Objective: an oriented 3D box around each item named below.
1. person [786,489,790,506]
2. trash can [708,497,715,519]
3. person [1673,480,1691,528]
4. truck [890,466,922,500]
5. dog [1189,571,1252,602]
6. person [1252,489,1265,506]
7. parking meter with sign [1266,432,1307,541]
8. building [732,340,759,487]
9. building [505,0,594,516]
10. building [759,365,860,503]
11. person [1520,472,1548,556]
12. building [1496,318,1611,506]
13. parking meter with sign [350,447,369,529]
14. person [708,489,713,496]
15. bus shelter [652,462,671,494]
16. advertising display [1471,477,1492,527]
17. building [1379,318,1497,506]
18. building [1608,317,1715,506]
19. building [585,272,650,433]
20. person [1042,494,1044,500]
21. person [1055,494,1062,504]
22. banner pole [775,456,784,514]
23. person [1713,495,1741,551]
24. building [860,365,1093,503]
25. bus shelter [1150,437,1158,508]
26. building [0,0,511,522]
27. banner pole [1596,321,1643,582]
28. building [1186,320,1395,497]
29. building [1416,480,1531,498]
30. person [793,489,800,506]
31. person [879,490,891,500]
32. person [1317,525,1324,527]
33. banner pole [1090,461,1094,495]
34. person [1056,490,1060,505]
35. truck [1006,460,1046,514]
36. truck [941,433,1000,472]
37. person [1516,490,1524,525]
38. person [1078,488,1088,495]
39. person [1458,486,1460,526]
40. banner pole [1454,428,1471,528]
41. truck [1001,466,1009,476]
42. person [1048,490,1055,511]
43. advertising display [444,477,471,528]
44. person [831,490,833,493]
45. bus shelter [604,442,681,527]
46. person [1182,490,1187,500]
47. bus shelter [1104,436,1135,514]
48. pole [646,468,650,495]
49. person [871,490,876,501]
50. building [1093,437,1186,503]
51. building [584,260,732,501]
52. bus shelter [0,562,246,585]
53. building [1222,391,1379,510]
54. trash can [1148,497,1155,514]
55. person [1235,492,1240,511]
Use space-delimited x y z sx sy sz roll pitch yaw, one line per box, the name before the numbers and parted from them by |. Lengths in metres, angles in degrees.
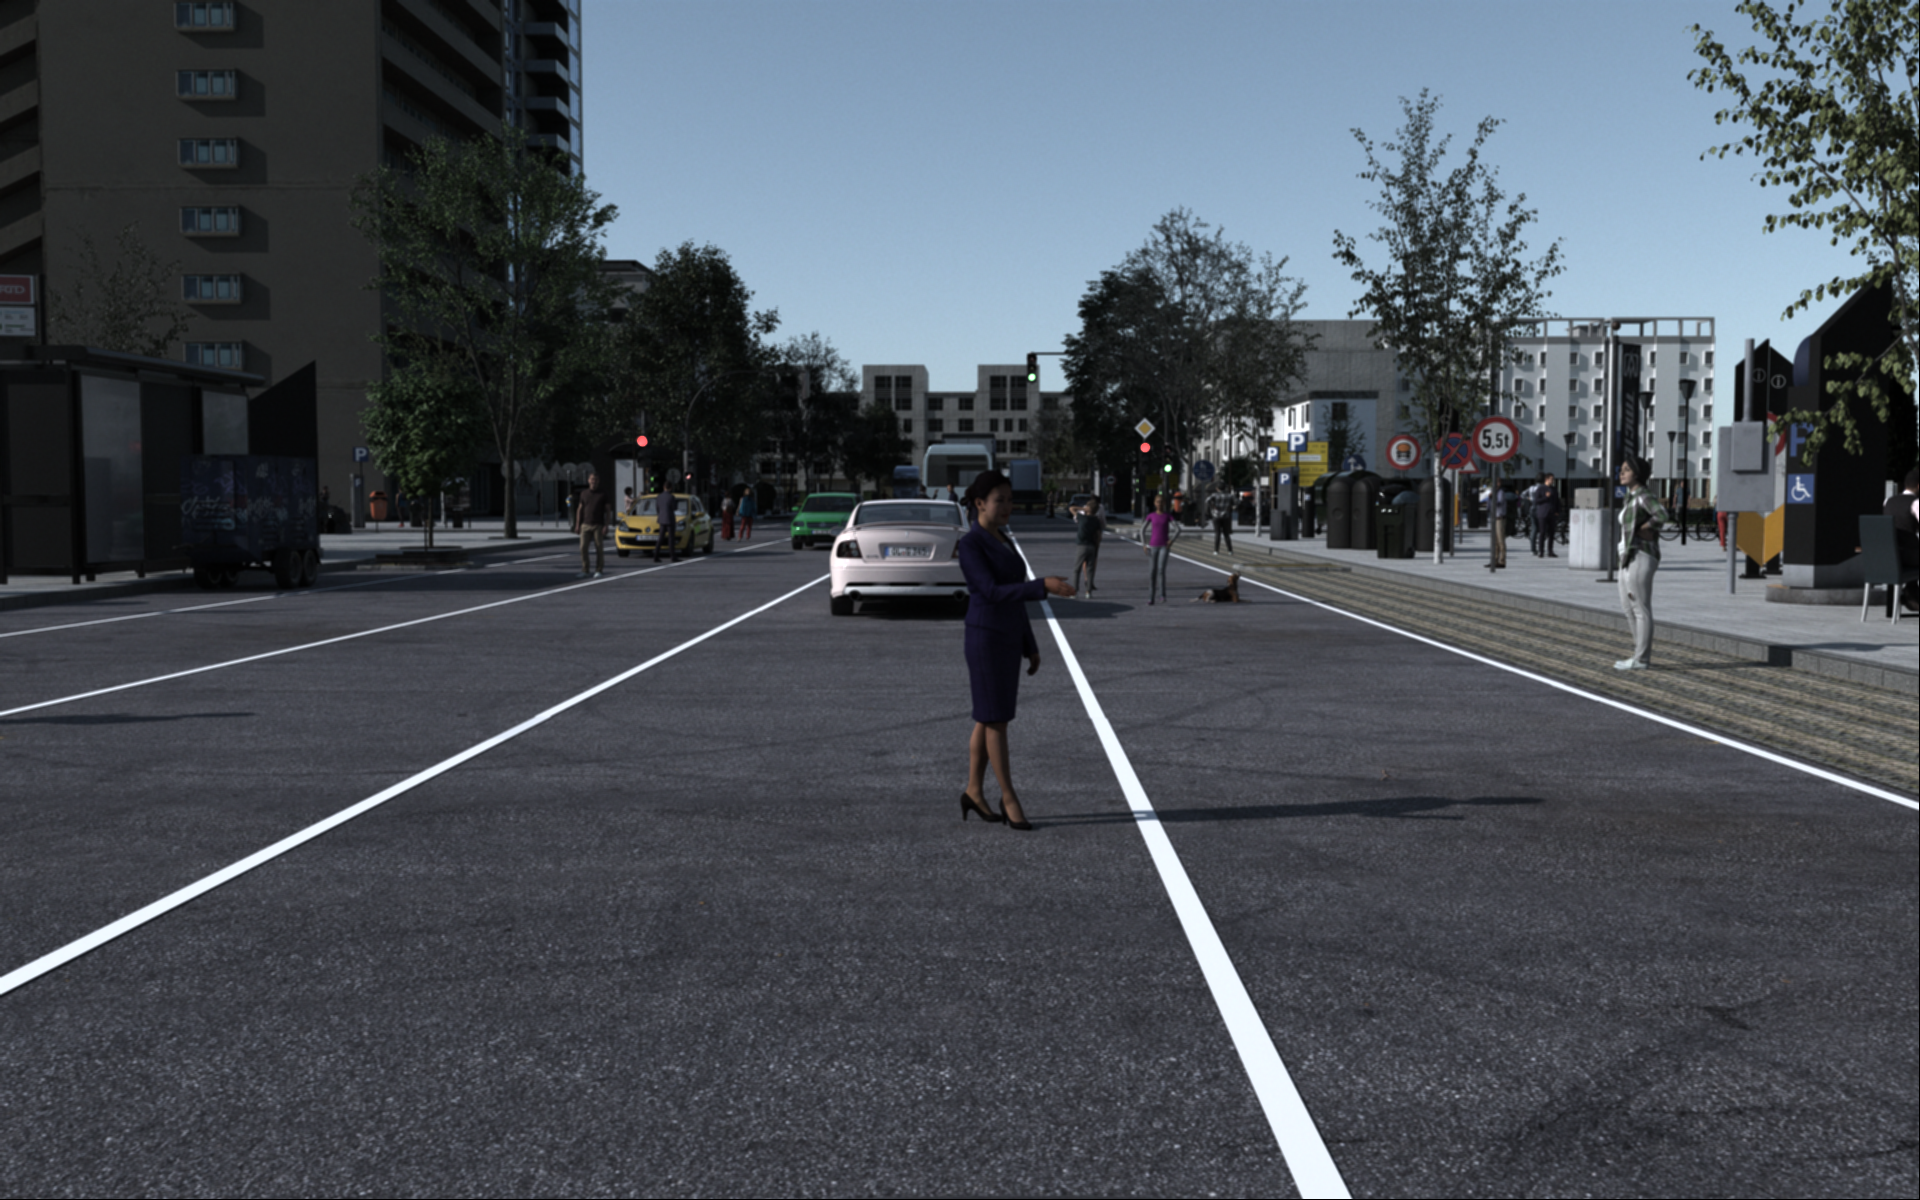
person | -18.574 -11.068 187.012 1.348 1.822 0.705 3 5 43
trash can | -12.899 -4.727 88.938 0.748 1.137 0.748 0 3 0
person | 27.357 -3.638 65.651 0.598 1.807 0.434 3 5 41
truck | -4.861 -11.043 170.311 2.967 4.110 18.799 0 4 1
dog | 3.464 -0.172 23.010 0.748 0.427 0.550 3 5 44
person | 13.470 -4.372 78.340 0.431 1.722 0.655 -3 5 -43
parking meter with sign | 9.148 -3.187 48.373 0.543 3.016 1.738 2 4 29
building | -39.557 -19.980 193.125 31.486 18.905 16.747 0 4 1
building | -36.812 -48.926 112.605 22.319 86.520 31.000 0 4 1
building | -28.900 -23.198 245.739 31.486 18.905 16.747 0 4 1
person | 12.091 -1.800 36.191 0.376 1.734 0.841 -1 4 -14
building | 63.172 -20.542 192.281 11.380 20.091 16.016 0 4 1
parking meter with sign | -22.570 -4.202 64.961 0.543 3.016 1.738 -2 4 -27
person | -23.188 -9.352 159.634 1.217 1.739 0.721 2 4 31
bus shelter | -15.895 -5.967 88.847 1.731 3.624 6.357 0 4 1
advertising display | 20.120 -3.757 66.648 0.974 1.923 0.123 3 5 44
building | 51.208 -20.564 192.635 11.380 20.091 16.016 0 4 1
building | 74.541 -20.499 191.572 11.380 20.091 16.016 0 4 1
building | -33.350 -17.695 145.729 16.016 20.091 11.380 0 4 1
person | 8.976 -11.049 189.703 0.434 1.755 0.990 3 5 43
person | 12.395 -12.840 218.448 1.348 1.823 0.705 -3 4 -39
banner pole | -11.665 -7.483 112.363 0.401 3.779 0.863 3 5 43
person | 17.280 -1.910 38.981 0.444 1.614 0.593 -3 4 -37
building | 2.580 -23.162 245.156 31.486 18.905 16.747 0 4 1
bus shelter | 13.097 -8.670 119.384 2.179 5.291 8.768 0 4 1
building | -36.461 -28.367 87.502 21.300 48.544 21.600 0 4 1
banner pole | 9.706 -2.162 25.367 0.863 3.779 0.401 -2 4 -35
building | 34.257 -19.457 184.587 16.747 18.905 31.486 0 4 1
building | 62.808 -24.798 249.416 32.646 21.610 27.936 0 4 1
person | -18.376 -11.469 193.692 0.705 1.807 1.348 2 4 32
person | -6.698 -8.913 154.196 1.348 1.831 0.705 -3 4 -38
person | 14.306 -3.722 68.366 0.415 1.643 0.593 1 4 21
banner pole | 9.911 -8.576 130.241 0.401 3.779 0.863 -1 4 -22
person | 11.974 -12.464 210.285 0.568 1.767 0.683 -3 5 -43
truck | 4.952 -8.532 129.256 2.967 4.110 18.799 0 4 1
truck | 0.541 -5.913 85.597 2.839 4.237 11.283 0 4 2
person | 22.552 -3.708 69.912 0.726 1.435 0.776 0 4 -6
person | 10.597 -8.749 149.232 1.348 1.807 0.705 1 4 8
person | 19.609 -3.718 68.541 0.444 1.614 0.593 1 4 22
banner pole | 18.951 -4.608 65.352 0.863 3.779 0.401 -2 4 -24
truck | 5.671 -11.692 180.085 2.839 4.237 11.283 0 4 3
person | 7.685 -8.387 146.152 0.617 1.759 0.750 0 4 -3
advertising display | -18.811 -3.646 64.827 0.974 1.923 0.123 -1 4 -19
person | -14.109 -11.324 191.909 1.217 1.735 0.721 -1 4 -21
bus shelter | -12.753 -4.650 69.947 2.014 3.302 5.546 0 4 1
person | 23.898 -10.918 185.276 1.217 1.736 0.721 1 4 17
bus shelter | 10.767 -8.407 115.089 2.179 5.291 8.768 0 4 1
pole | -12.018 -4.443 66.490 0.158 3.312 0.155 0 3 0
person | -7.805 -9.017 156.383 0.683 1.767 0.568 2 4 35
building | 32.280 -18.279 241.002 28.070 9.664 9.099 0 4 1
building | -38.485 -19.815 167.946 27.936 21.610 32.646 0 4 1
bus shelter | -13.258 -2.948 25.828 2.179 5.291 8.768 0 4 1
building | 29.775 -13.031 155.206 9.099 9.664 28.070 0 4 1
trash can | 10.067 -4.766 89.570 0.748 1.137 0.748 0 3 0
person | 21.374 -7.797 133.659 0.434 1.807 0.598 2 4 27
